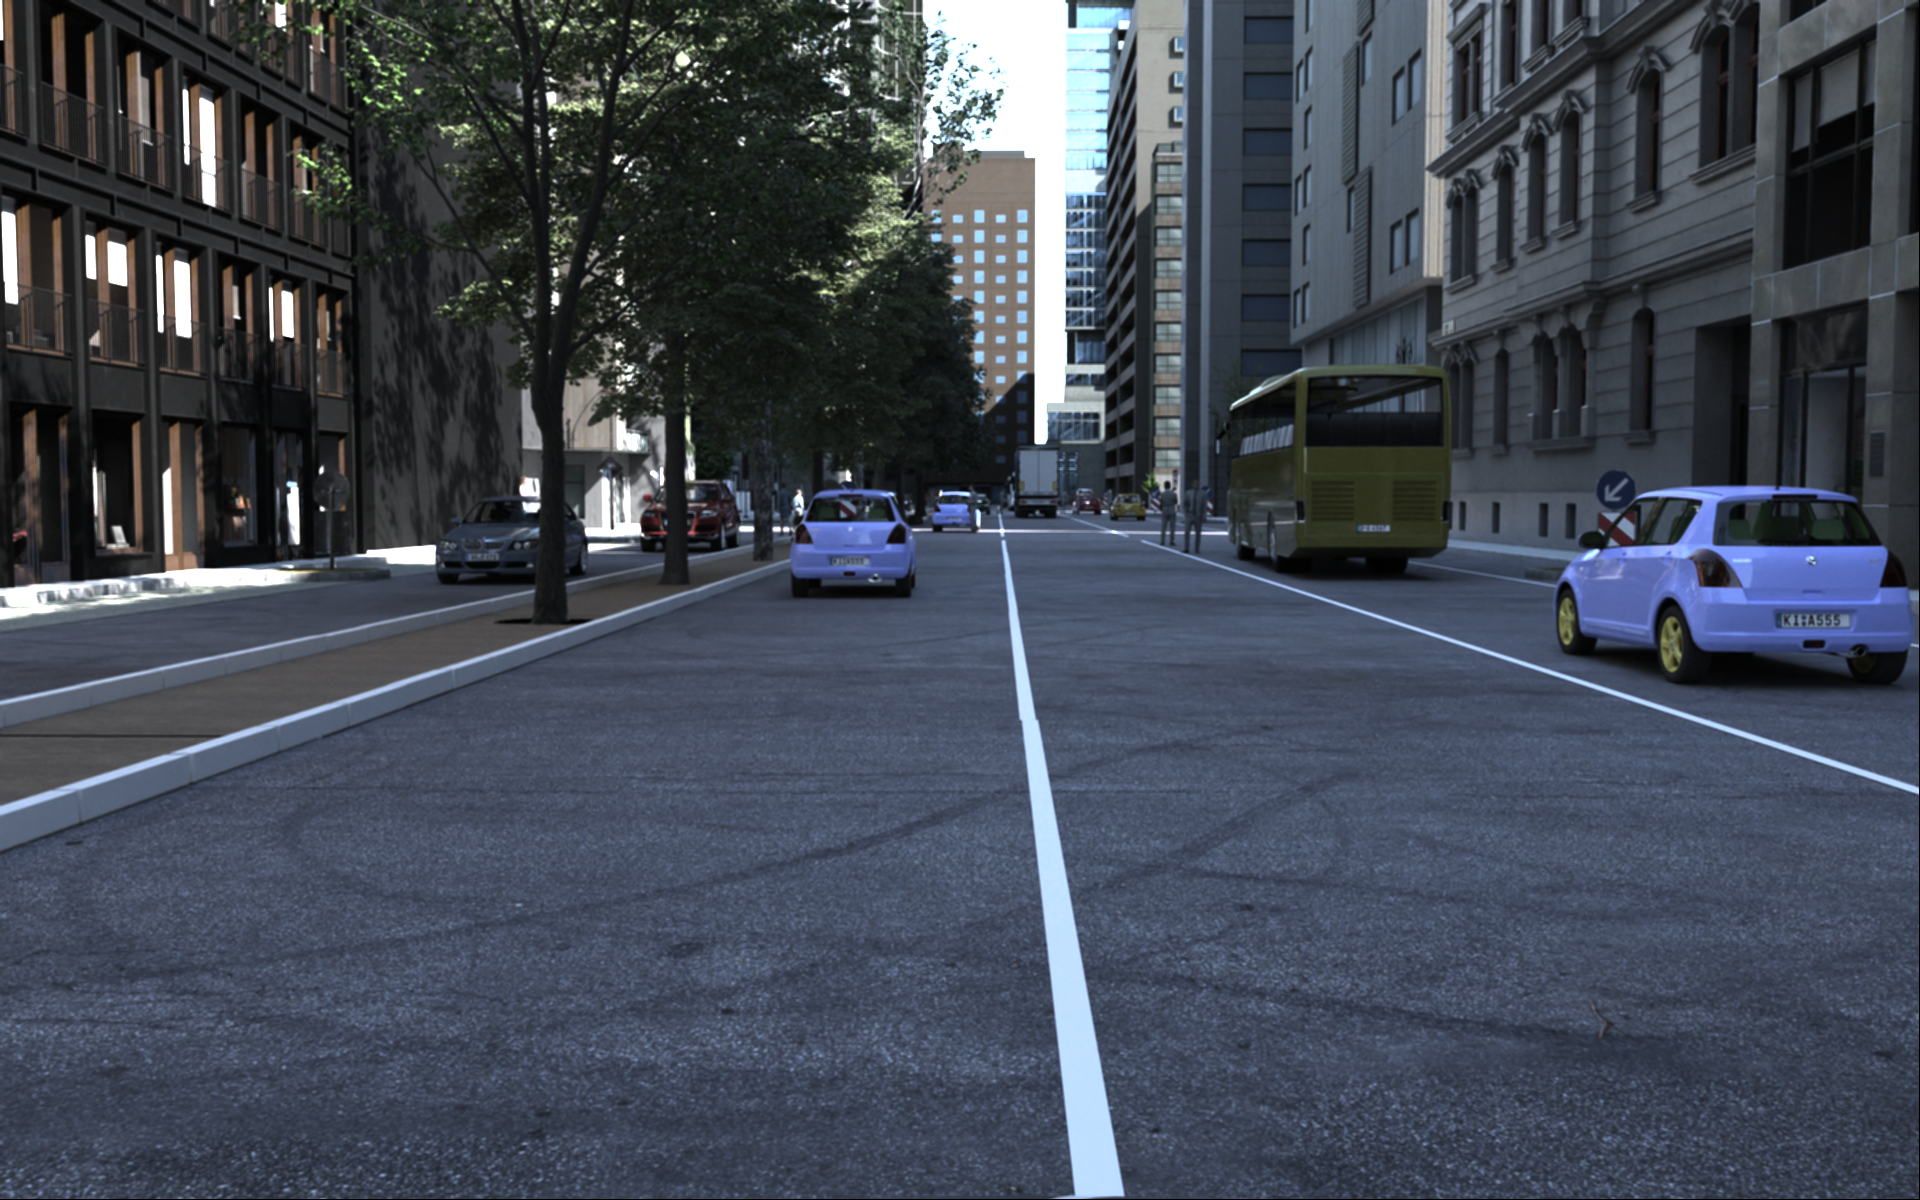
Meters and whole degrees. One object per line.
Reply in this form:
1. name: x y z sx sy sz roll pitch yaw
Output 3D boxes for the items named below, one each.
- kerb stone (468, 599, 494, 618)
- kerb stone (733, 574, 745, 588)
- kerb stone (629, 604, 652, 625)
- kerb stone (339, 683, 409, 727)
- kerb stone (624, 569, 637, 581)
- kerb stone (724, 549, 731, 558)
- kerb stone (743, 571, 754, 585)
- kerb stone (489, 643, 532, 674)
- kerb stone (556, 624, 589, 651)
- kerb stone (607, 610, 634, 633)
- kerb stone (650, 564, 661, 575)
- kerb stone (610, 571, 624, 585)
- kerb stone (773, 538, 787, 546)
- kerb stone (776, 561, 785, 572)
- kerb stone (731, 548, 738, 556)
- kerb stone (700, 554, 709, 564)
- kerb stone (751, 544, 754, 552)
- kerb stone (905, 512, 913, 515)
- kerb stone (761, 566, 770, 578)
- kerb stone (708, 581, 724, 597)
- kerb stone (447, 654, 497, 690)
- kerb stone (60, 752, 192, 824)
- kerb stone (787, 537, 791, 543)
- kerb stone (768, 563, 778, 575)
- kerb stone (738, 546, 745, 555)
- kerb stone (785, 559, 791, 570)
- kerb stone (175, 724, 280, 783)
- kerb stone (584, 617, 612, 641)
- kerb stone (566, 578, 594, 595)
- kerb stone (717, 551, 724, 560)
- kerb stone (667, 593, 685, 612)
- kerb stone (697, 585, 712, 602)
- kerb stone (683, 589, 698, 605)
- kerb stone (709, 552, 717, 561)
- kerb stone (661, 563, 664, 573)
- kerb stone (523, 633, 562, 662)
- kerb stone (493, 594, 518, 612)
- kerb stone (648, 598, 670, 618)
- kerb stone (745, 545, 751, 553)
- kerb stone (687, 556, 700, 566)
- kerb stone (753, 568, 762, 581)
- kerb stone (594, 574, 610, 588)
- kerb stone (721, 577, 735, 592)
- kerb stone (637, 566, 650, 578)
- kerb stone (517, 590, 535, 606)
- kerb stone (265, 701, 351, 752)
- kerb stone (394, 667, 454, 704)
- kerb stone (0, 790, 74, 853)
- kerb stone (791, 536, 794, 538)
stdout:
1. kerb stone: -5.704 0.114 20.334 0.120 0.150 1.000 0 4 1
2. kerb stone: -3.468 -0.263 26.504 0.120 0.150 1.000 0 4 1
3. kerb stone: -3.621 0.176 19.321 0.120 0.150 1.000 0 4 1
4. kerb stone: -3.789 0.677 11.125 0.120 0.150 1.000 0 4 1
5. kerb stone: -5.525 -0.387 28.528 0.120 0.150 1.000 0 4 1
6. kerb stone: -5.312 -1.006 38.779 0.120 0.150 1.000 0 4 1
7. kerb stone: -3.447 -0.326 27.530 0.120 0.150 1.000 0 4 1
8. kerb stone: -3.725 0.489 14.197 0.120 0.150 1.000 0 4 1
9. kerb stone: -3.682 0.364 16.245 0.120 0.150 1.000 0 4 1
10. kerb stone: -3.639 0.241 18.289 0.120 0.150 1.000 0 4 1
11. kerb stone: -5.477 -0.512 30.574 0.120 0.150 1.000 0 4 1
12. kerb stone: -5.546 -0.324 27.495 0.120 0.150 1.000 0 4 1
13. kerb stone: -5.092 -1.640 49.005 0.120 0.150 1.000 0 4 1
14. kerb stone: -3.372 -0.576 31.617 0.120 0.150 1.000 0 4 1
15. kerb stone: -5.289 -1.077 39.800 0.120 0.150 1.000 0 4 1
16. kerb stone: -5.369 -0.826 35.701 0.120 0.150 1.000 0 4 1
17. kerb stone: -5.219 -1.263 42.871 0.120 0.150 1.000 0 4 1
18. kerb stone: -3.561 -6.068 121.400 0.120 0.150 1.000 0 4 1
19. kerb stone: -3.410 -0.449 29.573 0.120 0.150 1.000 0 4 1
20. kerb stone: -3.514 -0.138 24.455 0.120 0.150 1.000 0 4 1
21. kerb stone: -3.749 0.552 13.175 0.120 0.150 1.000 0 4 1
22. kerb stone: -3.864 0.867 8.026 0.120 0.150 1.000 0 4 1
23. kerb stone: -5.076 -1.702 50.026 0.120 0.150 1.000 0 4 1
24. kerb stone: -3.382 -0.514 30.595 0.120 0.150 1.000 0 4 1
25. kerb stone: -5.268 -1.137 40.825 0.120 0.150 1.000 0 4 1
26. kerb stone: -3.340 -0.638 32.638 0.120 0.150 1.000 0 4 1
27. kerb stone: -3.840 0.803 9.071 0.120 0.150 1.000 0 4 1
28. kerb stone: -3.667 0.302 17.267 0.120 0.150 1.000 0 4 1
29. kerb stone: -5.587 -0.198 25.452 0.120 0.150 1.000 0 4 1
30. kerb stone: -5.329 -0.949 37.757 0.120 0.150 1.000 0 4 1
31. kerb stone: -3.576 0.050 21.379 0.120 0.150 1.000 0 4 1
32. kerb stone: -3.530 -0.069 23.431 0.120 0.150 1.000 0 4 1
33. kerb stone: -3.563 -0.011 22.402 0.120 0.150 1.000 0 4 1
34. kerb stone: -5.355 -0.884 36.735 0.120 0.150 1.000 0 4 1
35. kerb stone: -5.464 -0.575 31.596 0.120 0.150 1.000 0 4 1
36. kerb stone: -3.707 0.427 15.218 0.120 0.150 1.000 0 4 1
37. kerb stone: -5.675 0.053 21.356 0.120 0.150 1.000 0 4 1
38. kerb stone: -3.598 0.113 20.349 0.120 0.150 1.000 0 4 1
39. kerb stone: -5.247 -1.202 41.849 0.120 0.150 1.000 0 4 1
40. kerb stone: -5.397 -0.764 34.680 0.120 0.150 1.000 0 4 1
41. kerb stone: -3.427 -0.388 28.551 0.120 0.150 1.000 0 4 1
42. kerb stone: -5.563 -0.262 26.473 0.120 0.150 1.000 0 4 1
43. kerb stone: -3.486 -0.201 25.482 0.120 0.150 1.000 0 4 1
44. kerb stone: -5.500 -0.449 29.552 0.120 0.150 1.000 0 4 1
45. kerb stone: -5.659 -0.010 22.381 0.120 0.150 1.000 0 4 1
46. kerb stone: -3.817 0.740 10.099 0.120 0.150 1.000 0 4 1
47. kerb stone: -3.783 0.615 12.148 0.120 0.150 1.000 0 4 1
48. kerb stone: -3.887 0.929 6.999 0.120 0.150 1.000 0 4 1
49. kerb stone: -5.054 -1.765 51.048 0.120 0.150 1.000 0 4 1
